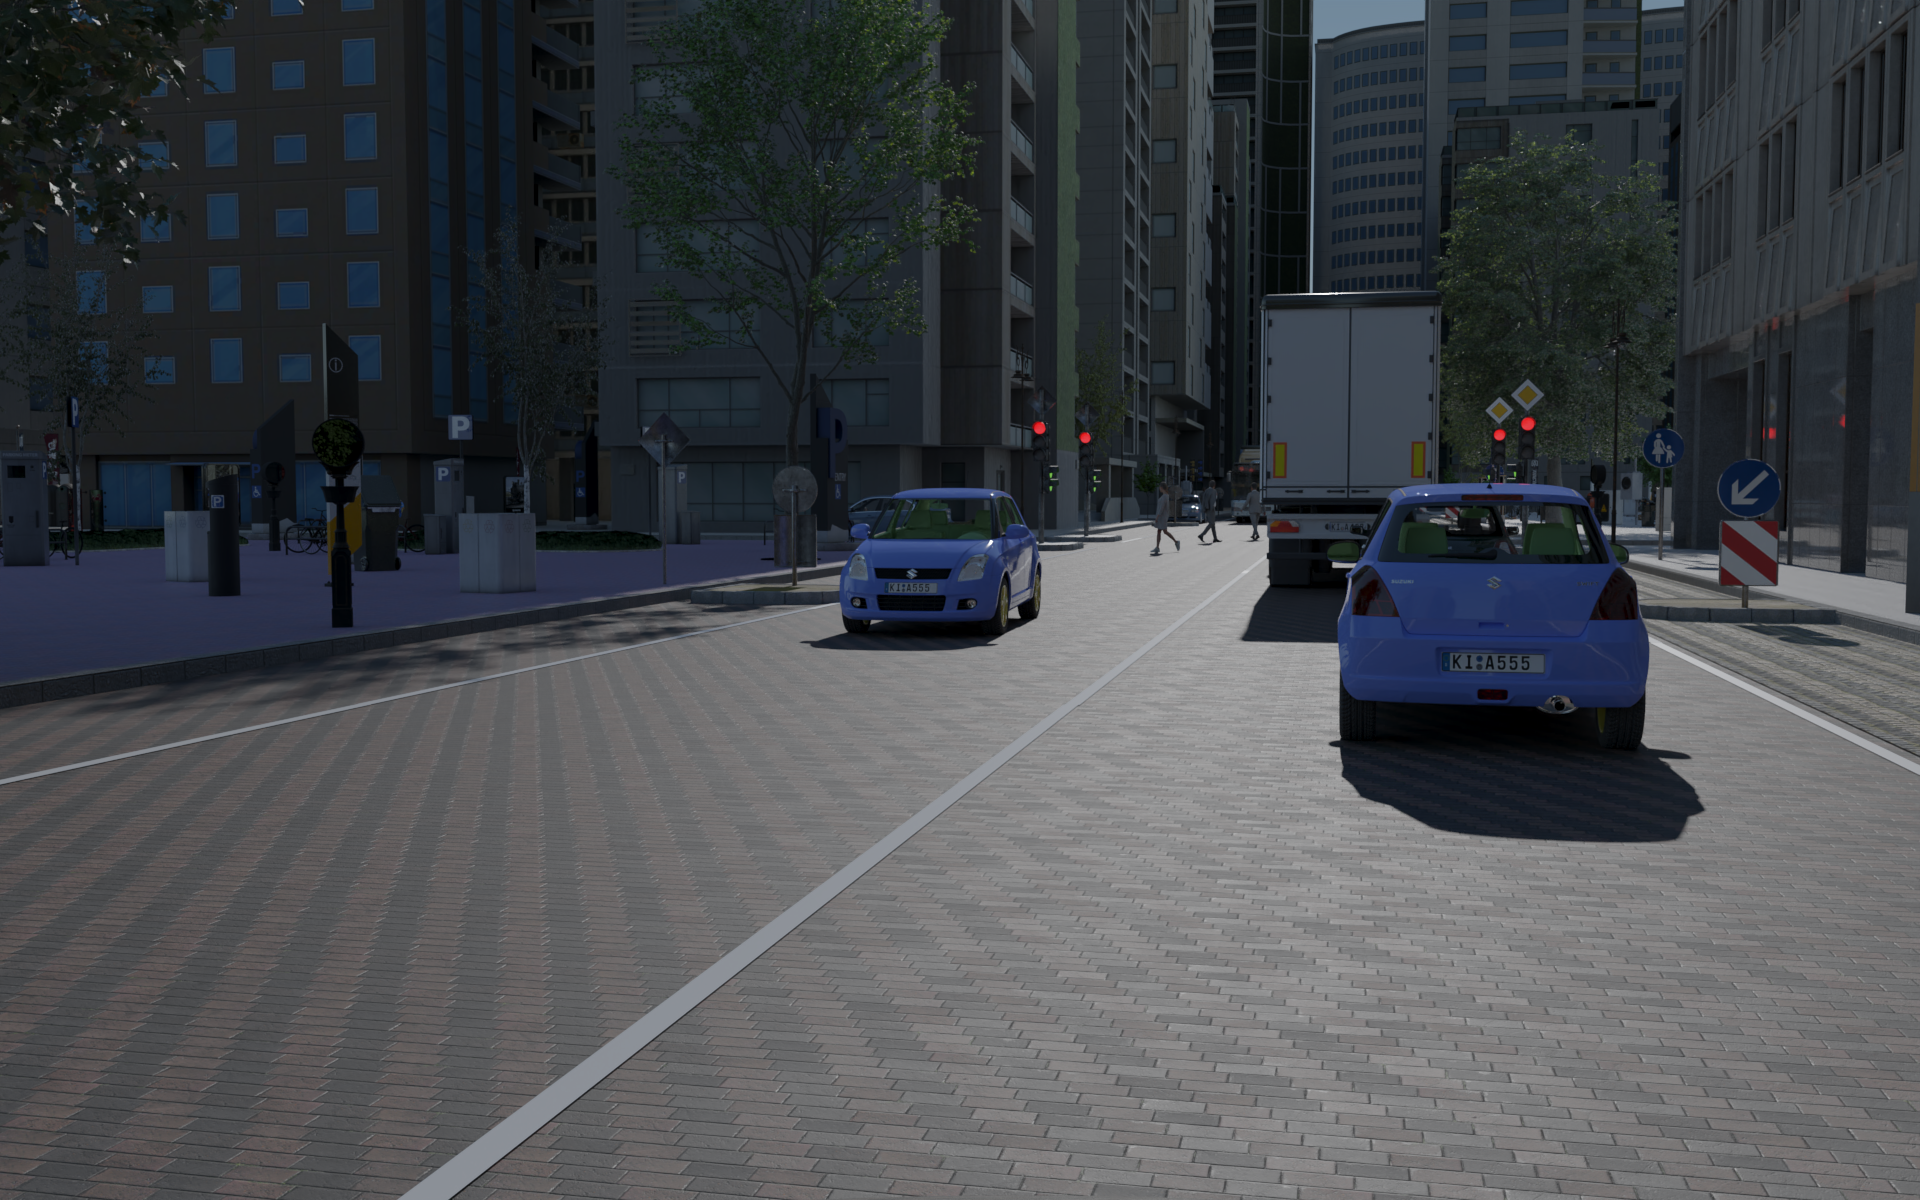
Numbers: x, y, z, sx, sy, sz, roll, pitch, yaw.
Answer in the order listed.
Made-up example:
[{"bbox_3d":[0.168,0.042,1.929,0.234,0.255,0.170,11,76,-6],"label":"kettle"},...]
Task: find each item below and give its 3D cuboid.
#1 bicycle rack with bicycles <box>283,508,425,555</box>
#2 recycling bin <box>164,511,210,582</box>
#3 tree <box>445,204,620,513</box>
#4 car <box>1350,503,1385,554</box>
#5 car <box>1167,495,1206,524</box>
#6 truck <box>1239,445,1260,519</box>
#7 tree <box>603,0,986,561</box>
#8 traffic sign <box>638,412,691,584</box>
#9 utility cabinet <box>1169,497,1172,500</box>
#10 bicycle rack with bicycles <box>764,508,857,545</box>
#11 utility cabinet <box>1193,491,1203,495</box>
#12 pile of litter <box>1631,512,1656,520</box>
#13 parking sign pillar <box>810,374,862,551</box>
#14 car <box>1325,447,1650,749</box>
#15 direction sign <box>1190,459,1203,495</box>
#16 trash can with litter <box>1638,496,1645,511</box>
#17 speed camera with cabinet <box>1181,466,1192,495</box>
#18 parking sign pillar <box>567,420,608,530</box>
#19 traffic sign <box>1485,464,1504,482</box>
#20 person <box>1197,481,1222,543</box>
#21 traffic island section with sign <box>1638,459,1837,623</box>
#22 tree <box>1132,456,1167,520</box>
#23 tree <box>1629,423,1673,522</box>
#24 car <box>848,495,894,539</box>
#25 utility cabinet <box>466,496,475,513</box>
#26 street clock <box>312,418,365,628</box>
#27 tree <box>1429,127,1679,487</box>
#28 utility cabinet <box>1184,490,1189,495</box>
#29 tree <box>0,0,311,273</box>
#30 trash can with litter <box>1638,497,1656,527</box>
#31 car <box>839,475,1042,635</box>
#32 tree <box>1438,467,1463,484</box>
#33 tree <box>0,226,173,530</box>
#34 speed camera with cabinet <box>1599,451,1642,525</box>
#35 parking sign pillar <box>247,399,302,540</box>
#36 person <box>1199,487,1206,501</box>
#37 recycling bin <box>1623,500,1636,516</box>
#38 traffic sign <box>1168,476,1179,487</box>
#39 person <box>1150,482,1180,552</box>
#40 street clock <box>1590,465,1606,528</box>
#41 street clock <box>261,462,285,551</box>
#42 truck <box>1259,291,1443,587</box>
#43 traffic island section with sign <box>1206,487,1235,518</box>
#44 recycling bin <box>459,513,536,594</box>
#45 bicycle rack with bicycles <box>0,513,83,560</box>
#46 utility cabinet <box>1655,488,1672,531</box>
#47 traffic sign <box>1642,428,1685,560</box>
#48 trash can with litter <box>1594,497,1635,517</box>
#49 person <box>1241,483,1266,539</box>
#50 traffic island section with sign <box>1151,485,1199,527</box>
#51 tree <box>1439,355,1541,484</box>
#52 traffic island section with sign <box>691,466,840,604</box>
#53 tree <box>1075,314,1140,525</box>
[{"bbox_3d":[-13.265,-1.460,37.255,2.925,0.926,2.852,1,4,11],"label":"bicycle rack with bicycles"},{"bbox_3d":[-11.232,-0.797,25.593,0.722,1.027,0.722,3,4,36],"label":"recycling bin"},{"bbox_3d":[-11.090,-5.797,45.139,4.360,8.622,3.978,0,3,0],"label":"tree"},{"bbox_3d":[5.694,-0.671,20.755,2.009,1.686,4.222,1,4,13],"label":"car"},{"bbox_3d":[11.065,-4.448,84.725,2.014,1.417,4.499,1,4,13],"label":"car"},{"bbox_3d":[17.859,-6.915,101.970,2.839,4.237,11.283,1,4,13],"label":"truck"},{"bbox_3d":[-3.117,-6.566,33.109,9.928,11.665,9.643,0,3,0],"label":"tree"},{"bbox_3d":[-4.191,-1.428,24.536,0.795,2.450,0.064,1,4,15],"label":"traffic sign"},{"bbox_3d":[13.286,-6.013,109.481,0.306,1.237,1.020,-1,4,-15],"label":"utility cabinet"},{"bbox_3d":[-3.653,-1.883,44.172,2.852,0.926,2.925,1,4,16],"label":"bicycle rack with bicycles"},{"bbox_3d":[16.780,-6.813,120.070,1.173,1.500,0.318,1,4,23],"label":"utility cabinet"},{"bbox_3d":[33.648,-4.337,84.870,1.719,0.858,1.176,-1,4,-10],"label":"pile of litter"},{"bbox_3d":[-2.968,-3.114,39.389,1.447,3.967,1.447,1,4,17],"label":"parking sign pillar"},{"bbox_3d":[3.330,-0.096,11.160,1.945,1.707,3.694,1,4,13],"label":"car"},{"bbox_3d":[15.362,-7.382,112.697,0.876,3.537,0.379,-1,4,-14],"label":"direction sign"},{"bbox_3d":[38.156,-5.333,98.244,2.233,1.210,1.678,0,4,2],"label":"trash can with litter"},{"bbox_3d":[16.518,-7.752,121.078,2.038,3.252,0.660,1,4,22],"label":"speed camera with cabinet"},{"bbox_3d":[-13.447,-4.519,62.364,1.447,3.967,1.447,0,4,8],"label":"parking sign pillar"},{"bbox_3d":[22.221,-4.403,72.090,0.768,2.556,0.104,1,4,19],"label":"traffic sign"},{"bbox_3d":[7.424,-2.610,51.268,0.850,1.850,0.679,-1,4,-17],"label":"person"},{"bbox_3d":[8.898,-0.707,20.185,1.989,1.847,2.006,1,4,13],"label":"traffic island section with sign"},{"bbox_3d":[9.419,-5.666,87.239,1.663,3.219,1.824,0,3,0],"label":"tree"},{"bbox_3d":[32.684,-5.889,79.994,4.285,4.588,4.351,0,3,0],"label":"tree"},{"bbox_3d":[-2.435,-2.335,50.174,4.499,1.417,2.014,1,4,11],"label":"car"},{"bbox_3d":[-32.034,-6.232,113.051,1.020,1.237,0.306,3,4,36],"label":"utility cabinet"},{"bbox_3d":[-5.959,-0.739,16.657,0.471,2.002,0.358,-1,4,-16],"label":"street clock"},{"bbox_3d":[20.461,-9.343,59.421,9.857,13.997,8.962,0,3,0],"label":"tree"},{"bbox_3d":[13.667,-5.850,104.330,0.318,1.500,1.173,0,4,6],"label":"utility cabinet"},{"bbox_3d":[-8.275,-5.602,8.600,9.611,12.733,9.660,0,3,0],"label":"tree"},{"bbox_3d":[27.009,-3.428,67.431,1.055,1.170,0.624,0,4,0],"label":"trash can with litter"},{"bbox_3d":[-0.148,-0.568,18.872,1.945,1.707,3.694,1,4,11],"label":"car"},{"bbox_3d":[31.466,-7.160,111.667,1.663,3.219,1.824,0,3,0],"label":"tree"},{"bbox_3d":[-23.998,-5.923,47.197,4.360,8.622,3.978,0,3,0],"label":"tree"},{"bbox_3d":[27.554,-4.775,72.400,0.660,3.252,2.038,-1,4,-22],"label":"speed camera with cabinet"},{"bbox_3d":[-19.342,-3.688,48.776,1.447,3.967,1.447,1,4,22],"label":"parking sign pillar"},{"bbox_3d":[12.794,-5.020,90.849,0.520,1.790,0.573,1,4,15],"label":"person"},{"bbox_3d":[39.493,-5.478,102.116,0.722,1.027,0.722,1,4,17],"label":"recycling bin"},{"bbox_3d":[11.847,-5.753,96.187,0.606,2.300,0.079,1,4,14],"label":"traffic sign"},{"bbox_3d":[5.059,-2.050,42.768,0.760,1.731,0.466,-1,4,-21],"label":"person"},{"bbox_3d":[15.775,-2.342,42.858,0.358,2.002,0.471,0,4,-1],"label":"street clock"},{"bbox_3d":[-15.435,-2.103,38.960,0.358,2.002,0.471,3,5,42],"label":"street clock"},{"bbox_3d":[6.611,-2.491,29.641,2.839,4.237,11.283,1,4,12],"label":"truck"},{"bbox_3d":[15.503,-5.805,103.538,1.989,1.847,2.006,1,4,13],"label":"traffic island section with sign"},{"bbox_3d":[-6.059,-0.621,22.703,0.722,1.027,0.722,2,4,26],"label":"recycling bin"},{"bbox_3d":[-18.460,-1.235,33.574,2.852,0.926,2.925,2,4,34],"label":"bicycle rack with bicycles"},{"bbox_3d":[24.190,-3.065,58.786,1.173,1.500,0.318,-1,4,-19],"label":"utility cabinet"},{"bbox_3d":[13.638,-2.052,33.649,0.768,2.556,0.104,1,4,14],"label":"traffic sign"},{"bbox_3d":[33.107,-4.761,88.902,2.233,1.210,1.678,-2,4,-31],"label":"trash can with litter"},{"bbox_3d":[9.327,-2.818,54.849,0.678,1.792,0.850,-1,4,-18],"label":"person"},{"bbox_3d":[9.634,-4.196,77.227,1.989,1.847,2.006,1,4,13],"label":"traffic island section with sign"},{"bbox_3d":[25.931,-8.094,82.704,4.737,8.622,4.395,0,3,0],"label":"tree"},{"bbox_3d":[-2.373,-0.910,23.500,1.989,1.847,2.006,1,4,13],"label":"traffic island section with sign"},{"bbox_3d":[5.360,-7.422,71.719,4.737,8.622,4.395,0,3,0],"label":"tree"}]
